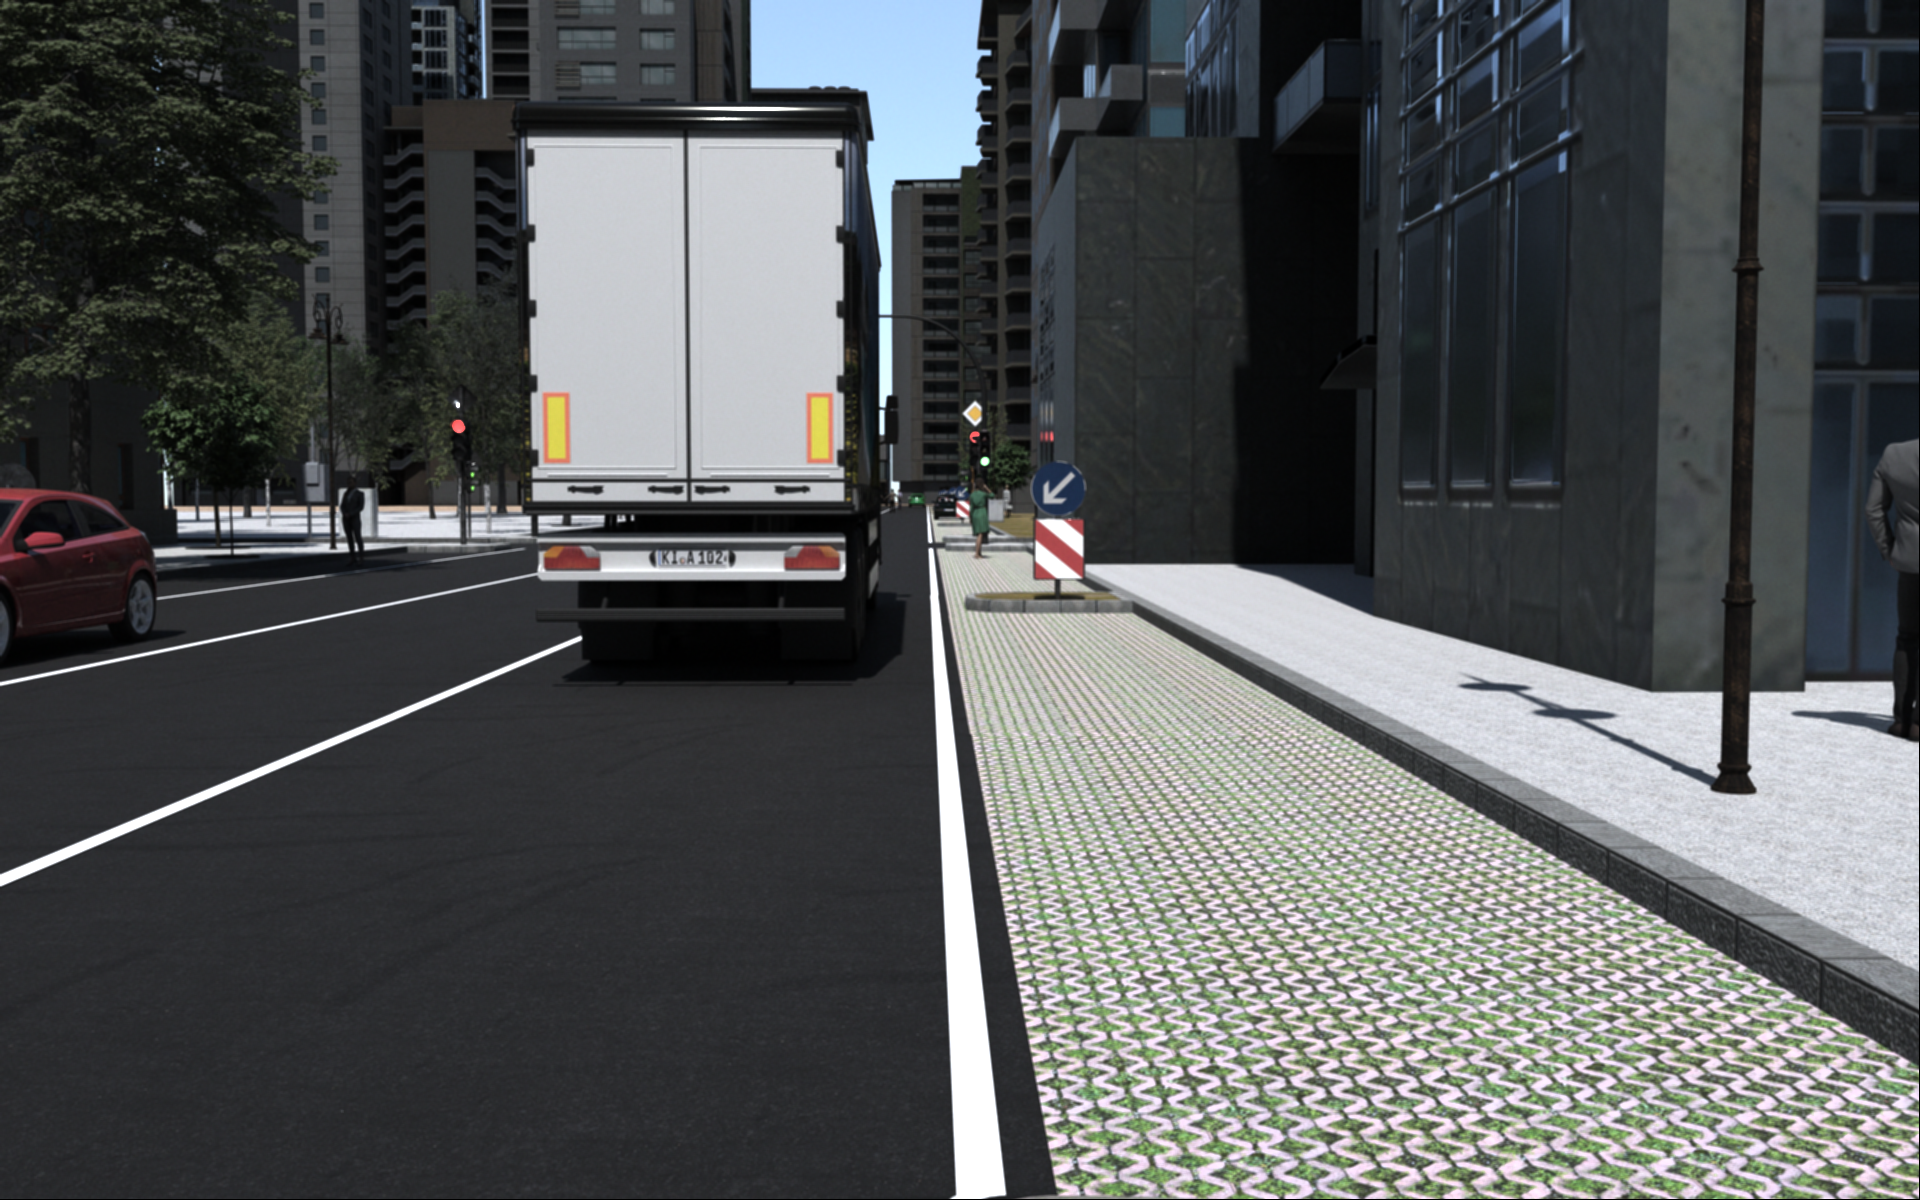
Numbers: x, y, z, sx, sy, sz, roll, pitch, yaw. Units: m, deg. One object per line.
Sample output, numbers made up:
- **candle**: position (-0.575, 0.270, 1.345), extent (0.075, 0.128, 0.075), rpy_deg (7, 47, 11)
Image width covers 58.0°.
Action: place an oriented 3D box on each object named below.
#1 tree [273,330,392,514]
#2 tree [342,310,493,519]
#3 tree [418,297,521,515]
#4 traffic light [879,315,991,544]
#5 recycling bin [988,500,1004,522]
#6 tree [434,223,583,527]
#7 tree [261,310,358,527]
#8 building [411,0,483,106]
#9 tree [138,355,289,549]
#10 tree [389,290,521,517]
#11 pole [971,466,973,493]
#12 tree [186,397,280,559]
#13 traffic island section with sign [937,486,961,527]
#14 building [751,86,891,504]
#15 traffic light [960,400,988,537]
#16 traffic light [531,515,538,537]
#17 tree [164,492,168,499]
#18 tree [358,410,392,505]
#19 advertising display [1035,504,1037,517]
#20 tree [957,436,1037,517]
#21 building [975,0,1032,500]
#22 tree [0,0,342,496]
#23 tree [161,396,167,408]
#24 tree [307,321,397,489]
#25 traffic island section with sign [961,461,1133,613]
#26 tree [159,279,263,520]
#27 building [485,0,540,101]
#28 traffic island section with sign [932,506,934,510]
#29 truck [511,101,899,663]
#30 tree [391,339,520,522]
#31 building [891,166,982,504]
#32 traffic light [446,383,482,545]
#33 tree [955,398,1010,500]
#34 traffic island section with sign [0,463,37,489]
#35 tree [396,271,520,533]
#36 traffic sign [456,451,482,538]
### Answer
- **tree**: position (-40.109, -11.278, 110.150), extent (9.928, 11.665, 9.643), rpy_deg (0, 3, 0)
- **tree**: position (-27.331, -9.419, 88.411), extent (7.601, 10.594, 8.767), rpy_deg (0, 4, 4)
- **tree**: position (-28.849, -12.328, 108.213), extent (9.857, 13.997, 8.962), rpy_deg (0, 3, 0)
- **traffic light**: position (-1.498, -4.233, 43.885), extent (4.771, 5.953, 1.251), rpy_deg (0, 4, -1)
- **recycling bin**: position (1.634, -4.089, 79.401), extent (0.722, 1.027, 0.722), rpy_deg (0, 4, -4)
- **tree**: position (-15.513, -9.676, 68.577), extent (12.009, 13.543, 11.850), rpy_deg (0, 3, 0)
- **tree**: position (-27.075, -7.207, 68.197), extent (4.737, 8.622, 4.395), rpy_deg (0, 3, 0)
- **building**: position (-73.949, -55.484, 219.841), extent (31.000, 86.520, 22.319), rpy_deg (0, 4, -1)
- **tree**: position (-17.543, -3.492, 40.808), extent (4.285, 4.588, 4.351), rpy_deg (0, 3, 0)
- **tree**: position (-28.131, -10.945, 97.078), extent (7.486, 12.596, 7.792), rpy_deg (0, 3, 0)
- **pole**: position (0.828, -7.229, 112.035), extent (0.158, 3.312, 0.155), rpy_deg (0, 3, 0)
- **tree**: position (-14.583, -2.449, 34.642), extent (1.663, 3.219, 1.824), rpy_deg (0, 3, 0)
- **traffic island section with sign**: position (-0.002, -4.167, 76.758), extent (1.989, 1.847, 2.006), rpy_deg (0, 4, -1)
- **building**: position (-23.086, -38.859, 224.576), extent (27.495, 52.752, 28.713), rpy_deg (0, 4, -1)
- **traffic light**: position (0.437, -3.861, 52.050), extent (0.839, 4.253, 0.868), rpy_deg (0, 4, -1)
- **traffic light**: position (-10.631, -4.721, 51.856), extent (4.771, 5.953, 1.251), rpy_deg (0, 4, -1)
- **tree**: position (-54.502, -12.109, 99.809), extent (13.155, 14.587, 18.604), rpy_deg (-1, 4, -9)
- **tree**: position (-41.211, -10.480, 121.710), extent (4.737, 8.622, 4.395), rpy_deg (0, 3, 0)
- **advertising display**: position (2.683, -2.823, 51.378), extent (0.974, 1.923, 0.123), rpy_deg (-1, 4, -21)
- **tree**: position (2.892, -7.017, 98.435), extent (4.285, 4.588, 4.351), rpy_deg (0, 3, 0)
- **building**: position (12.589, -30.403, 151.714), extent (22.147, 44.769, 28.867), rpy_deg (0, 4, -1)
- **tree**: position (-13.893, -6.722, 28.025), extent (7.486, 12.596, 7.792), rpy_deg (0, 3, 0)
- **tree**: position (-38.734, -10.305, 75.148), extent (9.857, 13.997, 8.962), rpy_deg (0, 3, 0)
- **tree**: position (-25.611, -7.520, 73.308), extent (4.360, 8.622, 3.978), rpy_deg (0, 3, 0)
- **traffic island section with sign**: position (1.065, -0.795, 21.624), extent (1.989, 1.847, 2.006), rpy_deg (0, 4, -1)
- **tree**: position (-25.426, -6.446, 55.747), extent (4.737, 8.622, 4.395), rpy_deg (0, 3, 0)
- **building**: position (-47.636, -47.826, 220.207), extent (20.611, 71.187, 20.563), rpy_deg (0, 4, -1)
- **traffic island section with sign**: position (-0.510, -5.815, 103.709), extent (1.989, 1.847, 2.006), rpy_deg (0, 4, -1)
- **truck**: position (-2.102, -1.780, 18.021), extent (2.839, 4.237, 11.283), rpy_deg (0, 4, -1)
- **tree**: position (-22.752, -7.853, 78.763), extent (4.737, 8.622, 4.395), rpy_deg (0, 3, 0)
- **building**: position (-1.640, -32.709, 218.383), extent (14.086, 41.232, 14.154), rpy_deg (0, 4, -1)
- **traffic light**: position (-12.567, -3.356, 43.797), extent (0.839, 4.253, 0.868), rpy_deg (0, 4, -1)
- **tree**: position (2.008, -11.040, 130.865), extent (4.737, 8.622, 4.395), rpy_deg (0, 3, 0)
- **traffic island section with sign**: position (-11.841, -0.762, 21.089), extent (1.989, 1.847, 2.006), rpy_deg (0, 4, -1)
- **tree**: position (-15.675, -6.491, 56.484), extent (4.360, 8.622, 3.978), rpy_deg (0, 3, 0)
- **traffic sign**: position (-14.406, -3.101, 50.813), extent (0.768, 2.556, 0.104), rpy_deg (0, 4, -1)
